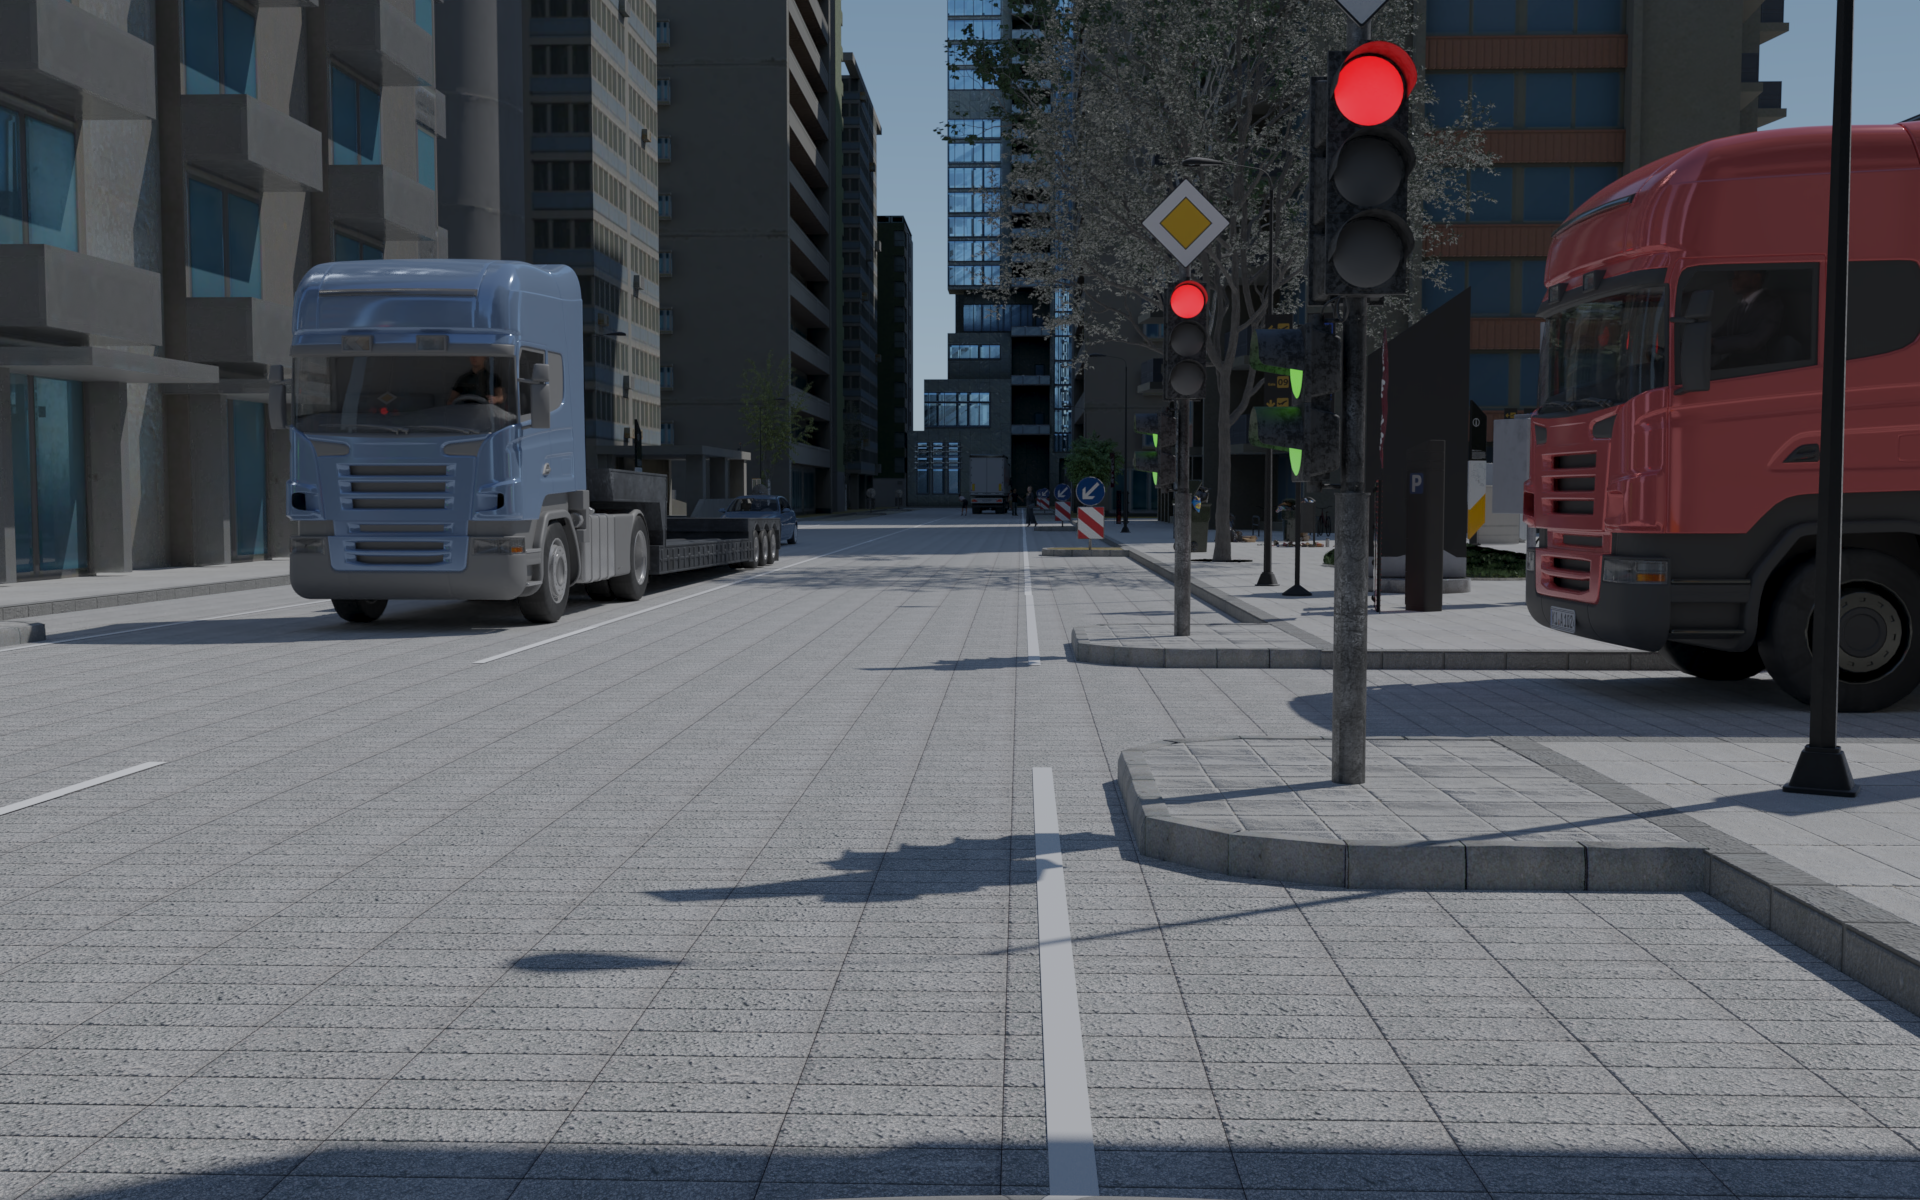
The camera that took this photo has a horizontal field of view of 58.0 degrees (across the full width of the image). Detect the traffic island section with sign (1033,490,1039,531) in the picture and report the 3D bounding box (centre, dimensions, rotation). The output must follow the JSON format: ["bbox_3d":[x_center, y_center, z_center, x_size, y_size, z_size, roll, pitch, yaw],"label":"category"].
[{"bbox_3d":[3.871,-3.595,67.402,1.989,1.847,2.006,0,4,2],"label":"traffic island section with sign"}]

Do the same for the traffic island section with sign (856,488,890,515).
[{"bbox_3d":[-6.049,-6.720,118.499,1.989,1.847,2.006,0,4,2],"label":"traffic island section with sign"}]

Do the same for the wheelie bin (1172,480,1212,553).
[{"bbox_3d":[5.125,-1.858,38.293,0.693,1.594,0.980,-2,4,-29],"label":"wheelie bin"}]

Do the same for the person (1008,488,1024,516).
[{"bbox_3d":[3.631,-6.483,114.504,1.348,1.822,0.705,-3,4,-39],"label":"person"}]

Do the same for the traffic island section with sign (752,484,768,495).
[{"bbox_3d":[-7.842,-3.623,67.867,1.989,1.847,2.006,0,4,2],"label":"traffic island section with sign"}]

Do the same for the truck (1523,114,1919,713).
[{"bbox_3d":[9.283,-1.429,12.275,11.283,4.237,2.839,0,4,1],"label":"truck"}]

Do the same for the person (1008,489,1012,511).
[{"bbox_3d":[4.326,-8.526,147.899,0.705,1.824,1.348,-1,4,-16],"label":"person"}]

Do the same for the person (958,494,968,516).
[{"bbox_3d":[0.181,-6.283,114.423,0.799,1.438,0.628,1,4,17],"label":"person"}]

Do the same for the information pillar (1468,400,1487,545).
[{"bbox_3d":[12.867,-3.166,43.113,0.504,3.616,0.183,-1,4,-23],"label":"information pillar"}]

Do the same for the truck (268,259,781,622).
[{"bbox_3d":[-5.334,-2.232,26.255,2.967,4.110,18.799,0,4,3],"label":"truck"}]

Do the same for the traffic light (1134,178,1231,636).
[{"bbox_3d":[1.995,-1.631,15.585,0.839,4.253,0.868,0,4,2],"label":"traffic light"}]

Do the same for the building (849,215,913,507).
[{"bbox_3d":[-12.170,-25.075,181.671,14.107,30.474,14.160,0,4,2],"label":"building"}]

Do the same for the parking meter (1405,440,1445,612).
[{"bbox_3d":[5.094,-0.813,19.003,0.255,1.863,0.399,-2,4,-24],"label":"parking meter"}]

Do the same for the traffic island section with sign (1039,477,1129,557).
[{"bbox_3d":[2.912,-1.947,40.463,1.989,1.847,2.006,0,4,2],"label":"traffic island section with sign"}]

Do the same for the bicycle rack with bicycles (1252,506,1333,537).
[{"bbox_3d":[10.102,-2.435,53.201,2.852,0.926,2.925,0,4,5],"label":"bicycle rack with bicycles"}]

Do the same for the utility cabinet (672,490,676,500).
[{"bbox_3d":[-13.893,-4.594,83.791,0.318,1.500,1.173,0,4,-6],"label":"utility cabinet"}]

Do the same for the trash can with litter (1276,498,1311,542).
[{"bbox_3d":[9.002,-2.157,46.647,0.624,1.170,1.055,3,4,37],"label":"trash can with litter"}]

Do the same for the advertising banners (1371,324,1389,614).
[{"bbox_3d":[4.591,-1.392,18.944,0.090,3.025,2.074,1,4,12],"label":"advertising banners"}]

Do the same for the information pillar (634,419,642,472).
[{"bbox_3d":[-10.079,-3.848,54.276,0.183,3.616,0.504,0,4,7],"label":"information pillar"}]

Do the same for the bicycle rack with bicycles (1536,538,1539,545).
[{"bbox_3d":[11.497,-0.952,28.955,2.852,0.926,2.925,-2,4,-31],"label":"bicycle rack with bicycles"}]

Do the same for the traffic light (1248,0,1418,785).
[{"bbox_3d":[1.712,-1.143,7.605,0.839,4.253,0.868,0,4,2],"label":"traffic light"}]

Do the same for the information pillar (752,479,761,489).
[{"bbox_3d":[-9.713,-4.783,82.692,0.304,2.012,0.304,2,4,35],"label":"information pillar"}]

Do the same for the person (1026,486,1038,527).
[{"bbox_3d":[3.089,-4.080,75.629,0.534,1.772,0.576,-3,5,-41],"label":"person"}]

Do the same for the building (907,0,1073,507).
[{"bbox_3d":[10.541,-53.293,184.019,31.000,86.520,22.319,0,4,2],"label":"building"}]

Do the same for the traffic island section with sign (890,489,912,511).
[{"bbox_3d":[-5.089,-8.368,145.437,1.989,1.847,2.006,0,4,2],"label":"traffic island section with sign"}]

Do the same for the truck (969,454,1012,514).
[{"bbox_3d":[2.244,-8.511,128.067,2.839,4.237,11.283,0,4,4],"label":"truck"}]

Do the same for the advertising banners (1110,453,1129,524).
[{"bbox_3d":[6.794,-4.754,73.917,0.090,3.025,2.074,2,4,28],"label":"advertising banners"}]

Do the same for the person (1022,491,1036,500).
[{"bbox_3d":[5.943,-8.614,149.426,1.348,1.812,0.705,2,4,26],"label":"person"}]

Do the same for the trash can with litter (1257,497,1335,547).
[{"bbox_3d":[8.272,-1.917,42.405,1.678,1.210,2.233,-2,4,-35],"label":"trash can with litter"}]

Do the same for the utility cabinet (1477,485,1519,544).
[{"bbox_3d":[13.579,-2.155,43.908,1.173,1.500,0.318,-1,4,-16],"label":"utility cabinet"}]

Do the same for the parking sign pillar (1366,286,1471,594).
[{"bbox_3d":[6.022,-2.102,22.838,1.447,3.967,1.447,1,4,14],"label":"parking sign pillar"}]

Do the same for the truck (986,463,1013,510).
[{"bbox_3d":[3.302,-10.379,158.615,2.839,4.237,11.283,0,4,3],"label":"truck"}]
